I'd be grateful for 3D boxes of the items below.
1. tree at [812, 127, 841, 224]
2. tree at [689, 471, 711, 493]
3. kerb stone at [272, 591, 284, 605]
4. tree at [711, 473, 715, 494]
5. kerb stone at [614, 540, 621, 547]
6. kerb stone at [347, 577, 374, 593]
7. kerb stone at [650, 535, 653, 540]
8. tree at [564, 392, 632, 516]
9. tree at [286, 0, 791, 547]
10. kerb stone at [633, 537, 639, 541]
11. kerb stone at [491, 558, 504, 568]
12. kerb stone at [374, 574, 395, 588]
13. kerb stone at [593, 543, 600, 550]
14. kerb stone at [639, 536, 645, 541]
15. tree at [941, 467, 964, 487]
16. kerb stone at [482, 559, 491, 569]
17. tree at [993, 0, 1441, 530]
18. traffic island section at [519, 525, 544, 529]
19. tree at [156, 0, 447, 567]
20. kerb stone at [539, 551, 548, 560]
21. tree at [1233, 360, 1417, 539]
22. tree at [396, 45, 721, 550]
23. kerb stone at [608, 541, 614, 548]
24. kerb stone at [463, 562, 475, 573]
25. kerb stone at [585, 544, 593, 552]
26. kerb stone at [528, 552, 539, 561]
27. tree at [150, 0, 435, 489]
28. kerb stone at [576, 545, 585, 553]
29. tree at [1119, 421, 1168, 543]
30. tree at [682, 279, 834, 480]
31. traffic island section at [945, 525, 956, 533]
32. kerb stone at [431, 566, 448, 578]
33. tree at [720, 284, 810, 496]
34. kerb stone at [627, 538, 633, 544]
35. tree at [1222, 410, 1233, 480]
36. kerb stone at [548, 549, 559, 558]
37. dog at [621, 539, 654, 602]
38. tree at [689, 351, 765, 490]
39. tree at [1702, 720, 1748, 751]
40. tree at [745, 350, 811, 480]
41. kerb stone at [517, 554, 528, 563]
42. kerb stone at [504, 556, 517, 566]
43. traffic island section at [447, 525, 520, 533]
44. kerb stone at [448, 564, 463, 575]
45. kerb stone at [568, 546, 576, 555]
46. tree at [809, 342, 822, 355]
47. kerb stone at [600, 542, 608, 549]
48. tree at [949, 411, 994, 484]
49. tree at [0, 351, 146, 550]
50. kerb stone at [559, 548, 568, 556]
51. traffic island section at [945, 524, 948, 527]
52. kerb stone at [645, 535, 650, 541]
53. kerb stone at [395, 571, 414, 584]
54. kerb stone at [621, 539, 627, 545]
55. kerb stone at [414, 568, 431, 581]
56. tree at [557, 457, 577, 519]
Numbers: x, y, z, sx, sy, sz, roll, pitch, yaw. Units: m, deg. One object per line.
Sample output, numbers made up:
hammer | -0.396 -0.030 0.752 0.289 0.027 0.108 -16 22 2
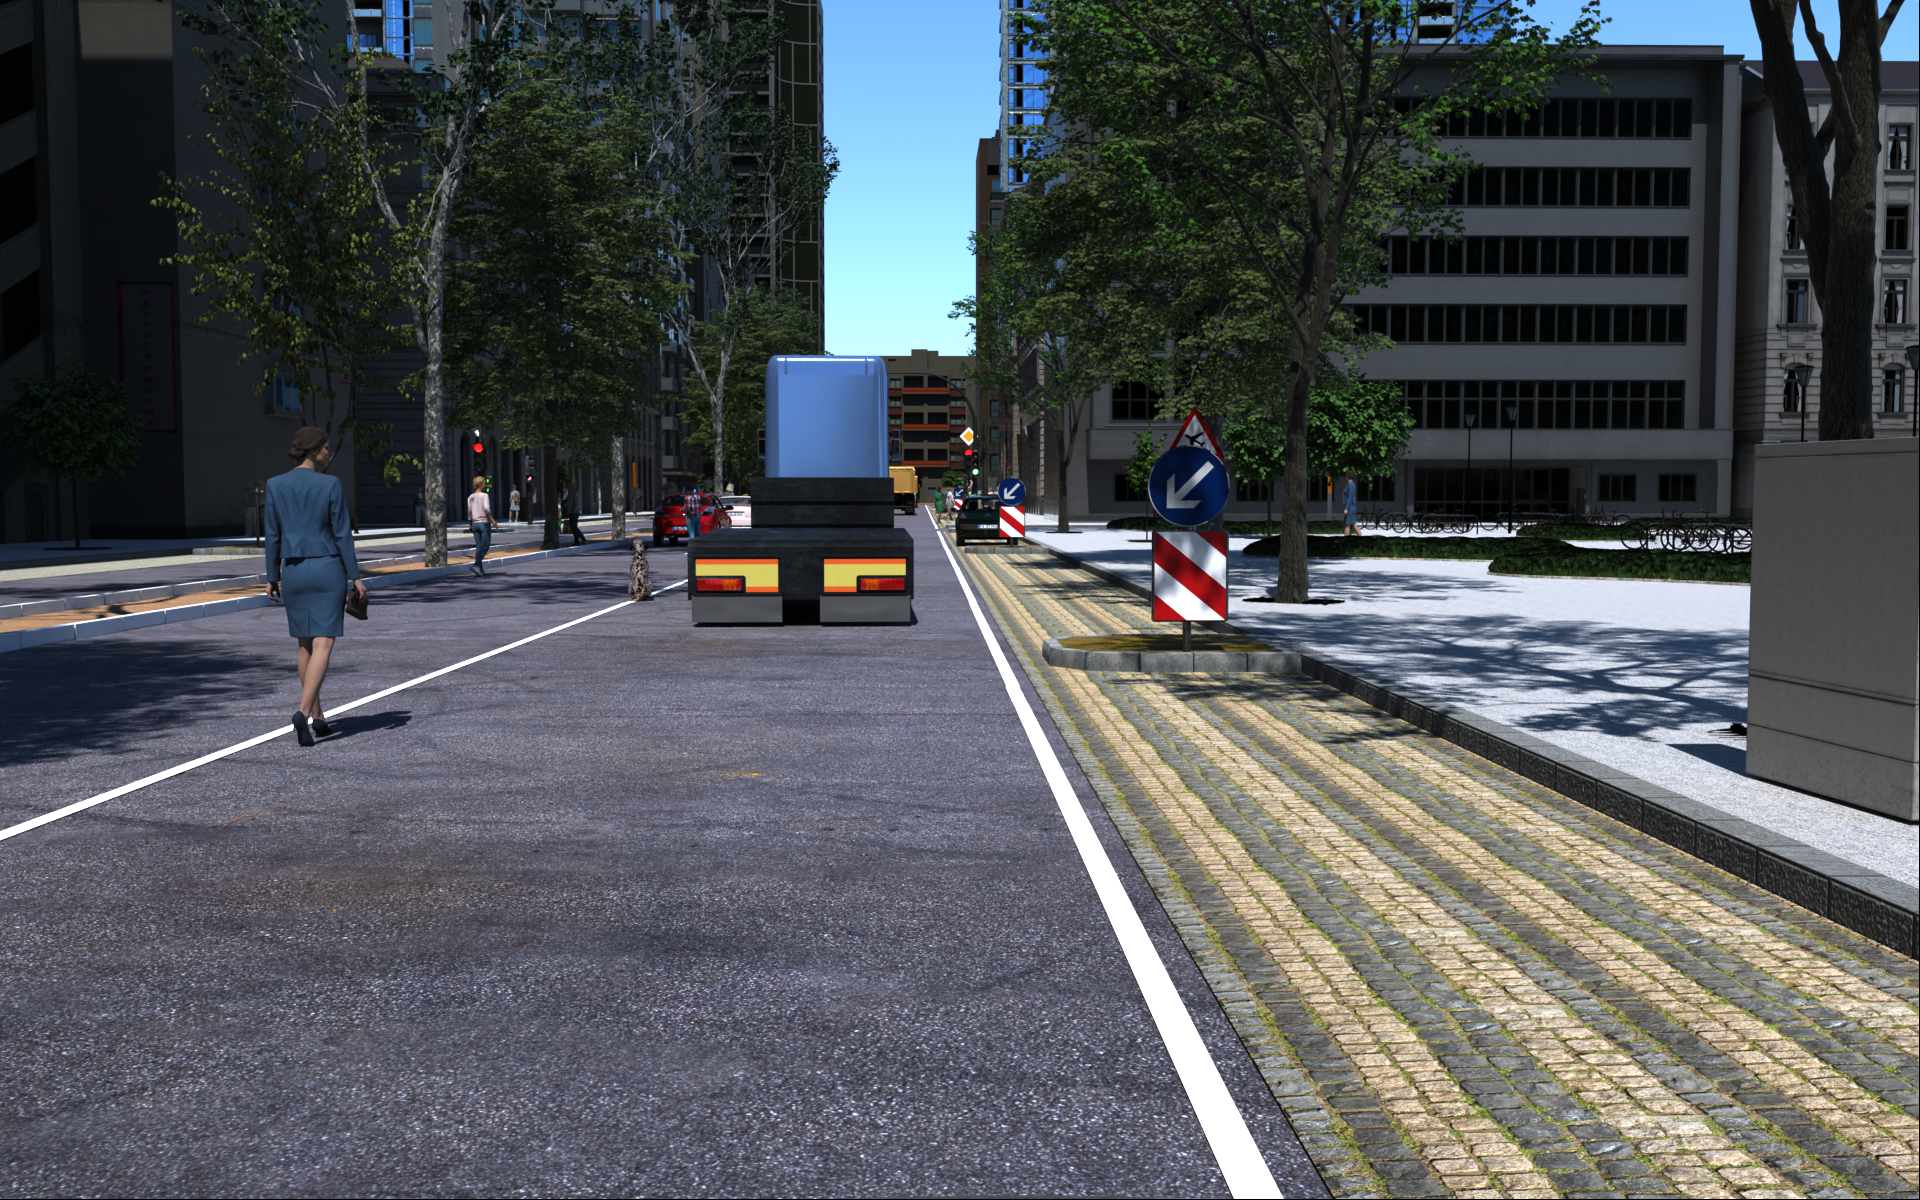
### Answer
tree | -12.029 -13.425 77.837 12.611 20.169 13.585 0 3 0
tree | -22.454 -9.424 148.689 1.663 3.219 1.824 0 3 0
kerb stone | -8.915 -0.030 22.680 0.120 0.150 1.000 0 4 -1
tree | -22.386 -10.026 158.524 1.663 3.219 1.824 0 3 0
kerb stone | -9.481 -1.535 47.300 0.120 0.150 1.000 0 4 -1
kerb stone | -8.975 -0.215 25.748 0.120 0.150 1.000 0 4 -1
kerb stone | -9.616 -1.905 53.453 0.120 0.150 1.000 0 4 -1
tree | -21.028 -9.212 100.986 4.360 8.622 3.978 0 3 0
tree | -12.005 -12.020 54.873 12.611 20.169 13.585 0 3 0
kerb stone | -9.547 -1.724 50.381 0.120 0.150 1.000 0 4 -1
kerb stone | -9.167 -0.720 33.963 0.120 0.150 1.000 0 4 -1
kerb stone | -8.998 -0.281 26.789 0.120 0.150 1.000 0 4 -1
kerb stone | -9.401 -1.348 44.232 0.120 0.150 1.000 0 4 -1
kerb stone | -9.571 -1.787 51.409 0.120 0.150 1.000 0 4 -1
tree | -0.821 -13.980 212.280 4.285 4.588 4.351 0 3 0
kerb stone | -9.149 -0.657 32.941 0.120 0.150 1.000 0 4 -1
tree | 4.391 -6.862 30.321 7.486 12.596 7.792 0 3 0
traffic island section | -17.945 -3.055 72.234 2.009 0.180 2.903 0 4 -1
tree | -11.469 -10.747 34.066 12.611 20.169 13.585 0 3 0
kerb stone | -9.271 -0.971 38.071 0.120 0.150 1.000 0 4 -1
tree | 9.585 -3.602 42.614 4.285 4.588 4.351 0 3 0
tree | -10.596 -7.576 44.450 7.486 12.596 7.792 0 3 0
kerb stone | -9.453 -1.473 46.278 0.120 0.150 1.000 0 4 -1
kerb stone | -9.124 -0.591 31.920 0.120 0.150 1.000 0 4 -1
kerb stone | -9.380 -1.280 43.203 0.120 0.150 1.000 0 4 -1
kerb stone | -9.240 -0.902 37.040 0.120 0.150 1.000 0 4 -1
tree | -9.630 -4.458 25.701 4.737 8.622 4.395 0 3 0
kerb stone | -9.361 -1.222 42.173 0.120 0.150 1.000 0 4 -1
tree | 4.986 -3.150 46.111 1.663 3.219 1.824 0 3 0
tree | -11.801 -11.856 102.955 9.857 13.997 8.962 0 3 0
traffic island section | 0.576 -2.592 64.667 2.009 0.180 2.903 0 4 -1
kerb stone | -9.071 -0.469 29.862 0.120 0.150 1.000 0 4 -1
tree | -11.352 -10.548 93.046 7.486 12.596 7.792 0 3 0
kerb stone | -9.520 -1.660 49.351 0.120 0.150 1.000 0 4 -1
tree | 8.841 -4.037 49.721 4.285 4.588 4.351 0 3 0
kerb stone | -9.283 -1.034 39.099 0.120 0.150 1.000 0 4 -1
dog | -4.386 -0.391 23.223 0.513 0.831 0.800 2 4 27
tree | -11.538 -8.204 86.960 4.737 8.622 4.395 0 3 0
tree | 4.340 -5.066 8.592 9.928 11.665 9.643 0 3 0
tree | -12.125 -12.260 119.919 9.611 12.733 9.660 0 3 0
kerb stone | -9.218 -0.840 36.018 0.120 0.150 1.000 0 4 -1
kerb stone | -9.182 -0.780 34.993 0.120 0.150 1.000 0 4 -1
traffic island section | -17.761 -2.567 64.251 2.009 0.180 2.903 0 4 -1
kerb stone | -9.095 -0.532 30.890 0.120 0.150 1.000 0 4 -1
kerb stone | -9.337 -1.159 41.151 0.120 0.150 1.000 0 4 -1
tree | -12.483 -13.431 132.429 12.009 13.543 11.850 0 3 0
kerb stone | -9.427 -1.408 45.257 0.120 0.150 1.000 0 4 -1
tree | 1.300 -12.442 153.795 4.360 8.622 3.978 0 3 0
tree | -20.518 -3.453 40.163 4.285 4.588 4.351 0 3 0
kerb stone | -9.314 -1.097 40.126 0.120 0.150 1.000 0 4 -1
traffic island section | 0.392 -3.081 72.650 2.009 0.180 2.903 0 4 -1
kerb stone | -9.595 -1.848 52.431 0.120 0.150 1.000 0 4 -1
kerb stone | -9.019 -0.339 27.811 0.120 0.150 1.000 0 4 -1
kerb stone | -9.497 -1.598 48.329 0.120 0.150 1.000 0 4 -1
kerb stone | -9.044 -0.403 28.832 0.120 0.150 1.000 0 4 -1
tree | -20.879 -5.881 90.748 1.663 3.219 1.824 0 3 0
